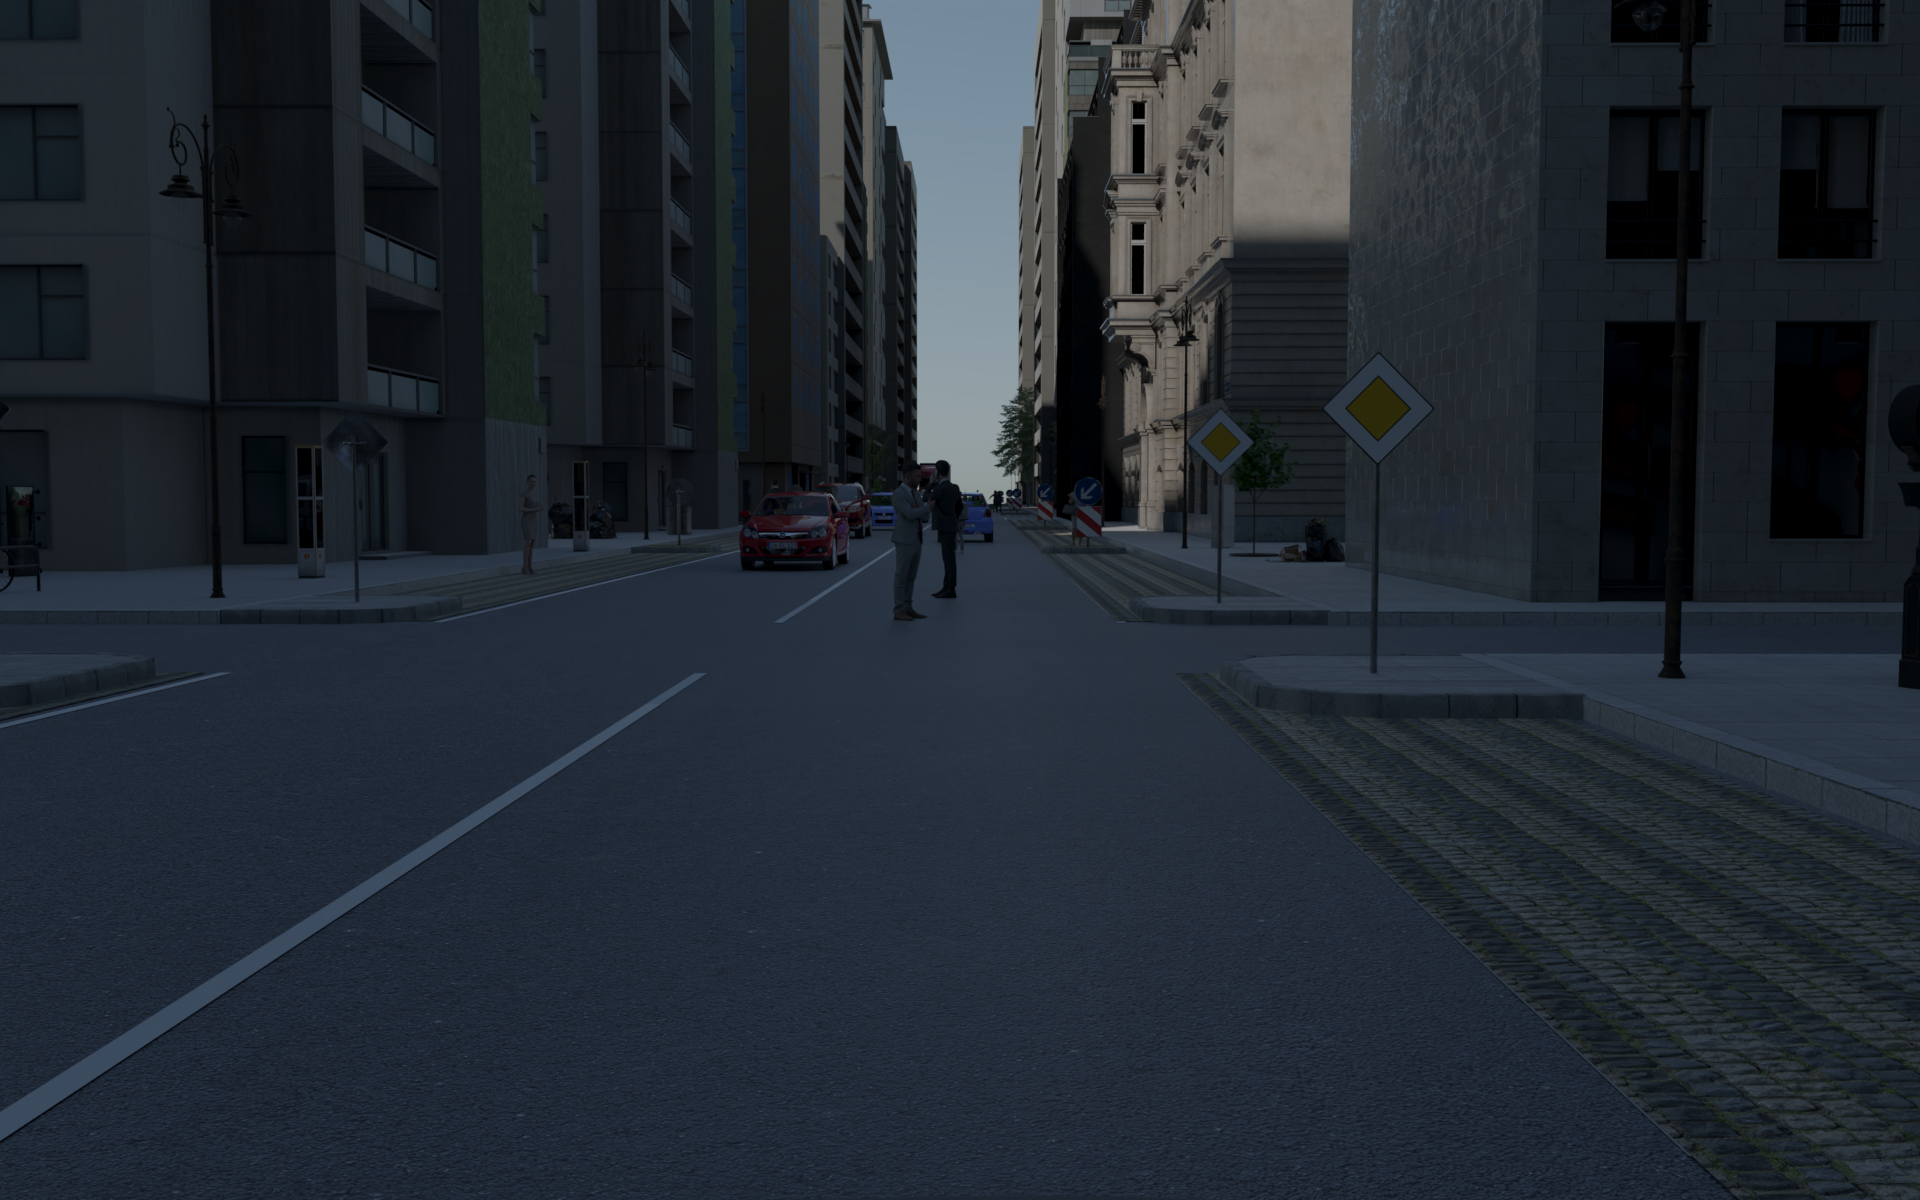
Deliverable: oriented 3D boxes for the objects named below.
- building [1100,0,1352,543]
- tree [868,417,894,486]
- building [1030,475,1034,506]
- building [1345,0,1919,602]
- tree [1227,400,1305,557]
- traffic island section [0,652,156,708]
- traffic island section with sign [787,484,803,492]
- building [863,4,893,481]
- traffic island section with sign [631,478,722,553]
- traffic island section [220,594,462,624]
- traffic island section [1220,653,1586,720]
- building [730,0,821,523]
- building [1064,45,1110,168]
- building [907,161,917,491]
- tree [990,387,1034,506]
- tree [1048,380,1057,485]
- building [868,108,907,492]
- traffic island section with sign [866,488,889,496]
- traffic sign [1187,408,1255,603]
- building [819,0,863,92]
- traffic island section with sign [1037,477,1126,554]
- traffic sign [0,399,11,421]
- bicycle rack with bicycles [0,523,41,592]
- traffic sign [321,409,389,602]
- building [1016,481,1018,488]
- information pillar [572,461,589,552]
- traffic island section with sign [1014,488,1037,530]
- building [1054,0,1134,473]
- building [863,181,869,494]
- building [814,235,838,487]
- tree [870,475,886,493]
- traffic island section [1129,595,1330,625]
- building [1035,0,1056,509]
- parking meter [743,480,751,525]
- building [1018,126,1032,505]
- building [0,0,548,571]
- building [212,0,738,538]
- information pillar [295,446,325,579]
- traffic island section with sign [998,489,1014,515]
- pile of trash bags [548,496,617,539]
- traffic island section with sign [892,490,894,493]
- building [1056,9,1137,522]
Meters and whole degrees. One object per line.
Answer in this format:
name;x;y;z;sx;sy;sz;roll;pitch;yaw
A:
building;12.394;-14.848;61.849;14.460;24.649;34.723;0;4;1
tree;-8.623;-13.205;166.263;4.737;8.622;4.395;0;3;0
building;18.306;-46.343;195.955;20.563;71.187;20.611;0;4;1
building;15.219;-10.412;24.986;16.860;20.320;10.420;0;4;1
tree;5.972;-2.506;35.580;1.663;3.219;1.824;0;3;0
traffic island section;-7.253;0.595;12.549;2.009;0.180;2.903;0;4;1
traffic island section with sign;-6.654;-3.757;70.050;1.989;1.847;2.006;0;4;1
building;-22.300;-36.907;192.666;28.713;52.752;27.495;0;4;1
traffic island section with sign;-6.938;-2.080;42.639;1.989;1.847;2.006;0;4;1
traffic island section;-7.168;0.107;20.533;2.009;0.180;2.903;0;4;1
traffic island section;2.988;0.602;12.435;2.009;0.180;2.903;0;4;1
building;-14.209;-26.417;82.021;14.600;45.320;14.200;0;4;1
building;13.834;-21.018;115.351;14.160;30.474;14.107;0;4;1
building;-16.940;-37.664;239.506;21.300;48.544;21.600;0;4;1
tree;7.025;-16.203;183.051;7.486;12.596;7.792;0;3;0
tree;7.126;-9.435;104.625;4.737;8.622;4.395;0;3;0
building;-18.087;-36.334;217.768;21.300;48.544;21.600;0;4;1
traffic island section with sign;-6.117;-6.778;119.444;1.989;1.847;2.006;0;4;1
traffic sign;3.049;-1.021;20.342;0.795;2.450;0.064;0;4;1
building;-18.862;-31.251;134.660;21.300;48.544;21.600;0;4;1
traffic island section with sign;2.971;-2.049;42.132;1.989;1.847;2.006;0;4;1
traffic sign;-7.229;-0.541;12.487;0.795;2.450;0.064;0;4;1
bicycle rack with bicycles;-13.296;-0.523;21.933;2.852;0.926;2.925;1;4;9
traffic sign;-7.144;-1.029;20.471;0.795;2.450;0.064;0;4;1
building;24.004;-33.611;241.415;32.217;40.220;23.993;0;4;1
information pillar;-8.452;-2.086;38.605;0.304;2.012;0.304;0;4;1
traffic island section with sign;3.278;-3.722;69.486;1.989;1.847;2.006;0;4;1
building;21.380;-33.402;135.354;28.713;52.752;27.495;0;4;1
building;-15.588;-23.346;153.414;14.160;30.474;14.107;0;4;1
building;-22.763;-16.225;110.322;27.650;21.520;28.899;0;4;1
tree;-8.102;-10.875;172.406;1.663;3.219;1.824;0;3;0
traffic island section;3.073;0.114;20.419;2.009;0.180;2.903;0;4;1
building;17.845;-32.803;160.023;21.300;48.544;21.600;0;4;1
parking meter;-8.607;-3.929;69.942;0.255;1.863;0.399;0;4;8
building;18.260;-36.332;217.728;21.300;48.544;21.600;0;4;1
building;-16.972;-21.404;33.543;14.154;41.232;14.086;0;4;1
building;-15.809;-23.025;60.060;14.154;41.232;14.086;0;4;1
information pillar;-9.895;-1.339;26.377;0.304;2.012;0.304;0;4;6
traffic island section with sign;3.814;-6.797;119.759;1.989;1.847;2.006;0;4;1
pile of trash bags;-11.611;-2.475;50.222;3.447;1.369;1.912;0;4;7
traffic island section with sign;-5.816;-8.471;147.133;1.989;1.847;2.006;0;4;1
building;11.415;-15.774;87.575;12.332;23.373;15.834;0;4;1
